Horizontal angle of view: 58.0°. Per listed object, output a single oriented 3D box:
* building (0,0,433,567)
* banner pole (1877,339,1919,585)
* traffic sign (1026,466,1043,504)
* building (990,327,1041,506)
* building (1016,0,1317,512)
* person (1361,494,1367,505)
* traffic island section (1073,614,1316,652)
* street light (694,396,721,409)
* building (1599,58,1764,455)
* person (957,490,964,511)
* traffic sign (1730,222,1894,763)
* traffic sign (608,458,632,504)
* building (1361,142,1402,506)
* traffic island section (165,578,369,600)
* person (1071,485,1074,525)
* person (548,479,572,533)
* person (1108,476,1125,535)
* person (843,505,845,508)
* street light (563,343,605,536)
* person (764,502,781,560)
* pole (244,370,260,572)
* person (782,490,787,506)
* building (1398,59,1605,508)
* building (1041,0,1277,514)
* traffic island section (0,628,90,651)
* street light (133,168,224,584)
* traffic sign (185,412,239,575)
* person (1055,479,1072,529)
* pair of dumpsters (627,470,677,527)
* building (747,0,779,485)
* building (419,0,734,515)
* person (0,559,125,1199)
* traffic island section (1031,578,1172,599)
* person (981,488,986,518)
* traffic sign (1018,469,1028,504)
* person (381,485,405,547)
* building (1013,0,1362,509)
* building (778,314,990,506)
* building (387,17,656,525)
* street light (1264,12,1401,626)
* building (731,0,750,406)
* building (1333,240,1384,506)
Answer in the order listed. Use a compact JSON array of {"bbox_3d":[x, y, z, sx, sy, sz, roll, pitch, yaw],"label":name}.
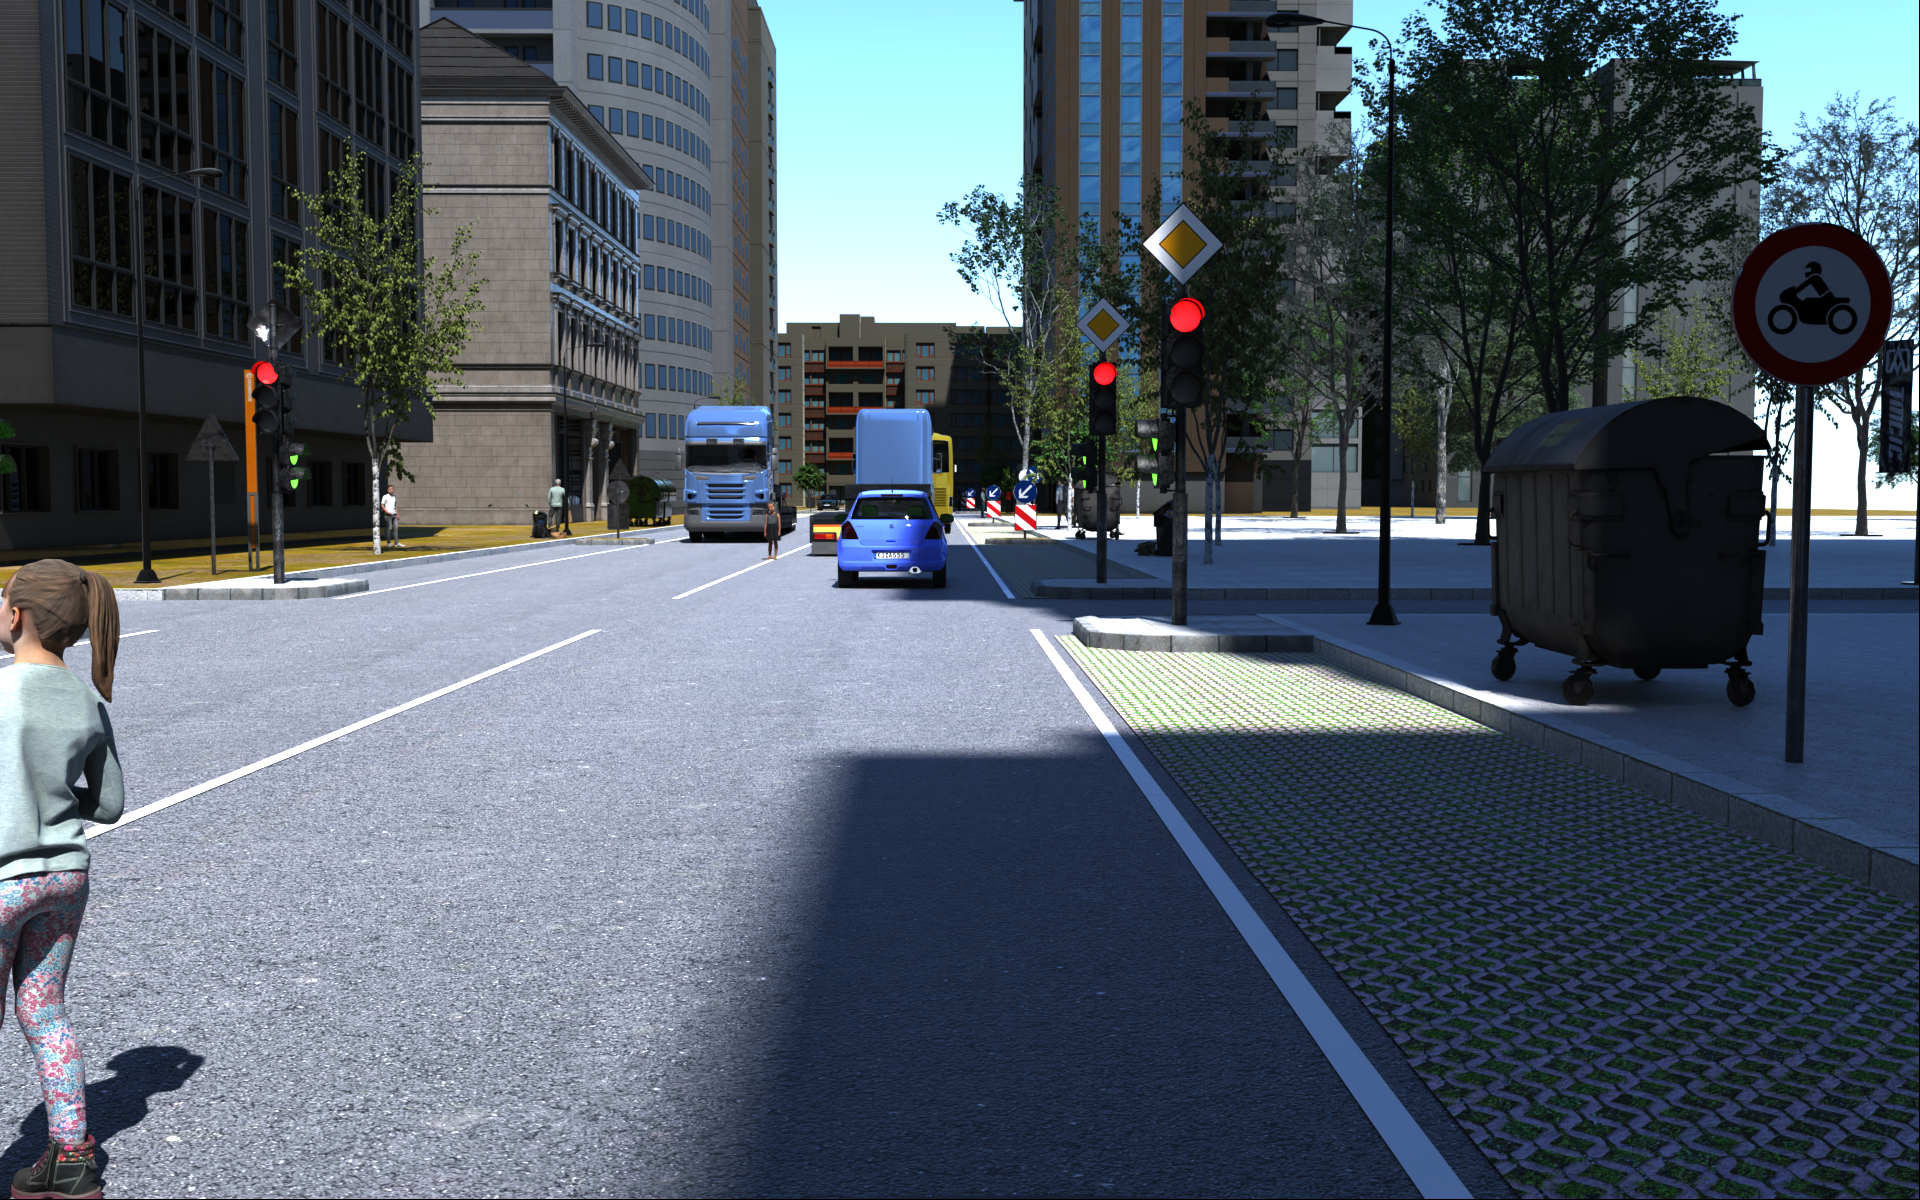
[{"bbox_3d":[-22.376,-15.014,38.983,14.314,27.812,24.014,0,4,-1],"label":"building"},{"bbox_3d":[13.481,-2.120,24.686,0.401,3.779,0.863,-2,4,-29],"label":"banner pole"},{"bbox_3d":[3.384,-4.819,78.898,0.768,2.556,0.104,0,4,1],"label":"traffic sign"},{"bbox_3d":[17.433,-21.776,201.083,28.899,21.520,27.650,0,4,-1],"label":"building"},{"bbox_3d":[15.129,-42.534,133.681,20.563,71.187,20.611,0,4,-1],"label":"building"},{"bbox_3d":[42.397,-10.449,182.592,1.065,1.426,0.557,0,4,6],"label":"person"},{"bbox_3d":[2.175,0.323,17.004,2.009,0.180,2.903,0,4,-1],"label":"traffic island section"},{"bbox_3d":[-12.044,-6.711,82.274,1.470,5.913,1.316,0,4,-1],"label":"street light"},{"bbox_3d":[66.578,-29.525,166.320,14.086,41.232,14.154,0,4,-1],"label":"building"},{"bbox_3d":[0.019,-8.233,143.828,0.721,1.735,1.217,1,4,23],"label":"person"},{"bbox_3d":[3.997,-0.496,8.221,0.768,2.556,0.104,0,4,0],"label":"traffic sign"},{"bbox_3d":[-12.306,-3.833,62.667,0.884,2.594,0.081,0,4,5],"label":"traffic sign"},{"bbox_3d":[53.272,-31.236,194.295,14.086,41.232,14.154,0,4,-1],"label":"building"},{"bbox_3d":[-9.776,-0.156,24.830,2.009,0.180,2.903,0,4,-1],"label":"traffic island section"},{"bbox_3d":[4.370,-3.843,69.447,0.524,1.755,0.480,-1,4,-9],"label":"person"},{"bbox_3d":[-13.071,-3.059,56.549,0.782,1.767,0.515,-1,4,-11],"label":"person"},{"bbox_3d":[4.719,-2.925,53.969,0.850,1.850,0.679,1,4,10],"label":"person"},{"bbox_3d":[-4.743,-3.937,73.536,0.598,1.740,0.731,2,4,27],"label":"person"},{"bbox_3d":[-11.623,-4.946,53.402,1.470,5.913,1.316,0,4,-1],"label":"street light"},{"bbox_3d":[-4.073,-1.497,37.643,0.362,1.253,0.373,1,4,15],"label":"person"},{"bbox_3d":[-11.677,-2.124,28.564,0.158,3.312,0.155,0,3,0],"label":"pole"},{"bbox_3d":[-17.791,-10.262,174.751,0.530,1.710,0.541,-3,5,-40],"label":"person"},{"bbox_3d":[51.660,-29.544,166.641,14.086,41.232,14.154,0,4,-1],"label":"building"},{"bbox_3d":[12.875,-28.560,117.064,14.600,45.320,14.200,0,4,-1],"label":"building"},{"bbox_3d":[-9.665,0.332,16.845,2.009,0.180,2.903,0,4,-1],"label":"traffic island section"},{"bbox_3d":[-11.192,-3.198,24.832,1.470,5.913,1.316,0,4,-1],"label":"street light"},{"bbox_3d":[-11.828,-1.675,27.385,0.884,2.594,0.081,0,4,6],"label":"traffic sign"},{"bbox_3d":[3.763,-3.467,62.821,0.679,1.850,0.850,-2,4,-34],"label":"person"},{"bbox_3d":[-12.466,-4.105,69.618,1.574,2.255,4.437,0,4,-1],"label":"pair of dumpsters"},{"bbox_3d":[-28.461,-32.867,161.085,21.600,48.544,21.300,0,4,-1],"label":"building"},{"bbox_3d":[-27.116,-34.955,113.516,21.231,58.520,28.212,0,4,-1],"label":"building"},{"bbox_3d":[-1.901,0.570,3.458,0.394,1.301,0.425,1,4,12],"label":"person"},{"bbox_3d":[2.065,-0.166,24.988,2.009,0.180,2.903,0,4,-1],"label":"traffic island section"},{"bbox_3d":[1.405,-5.807,103.521,0.705,1.814,1.350,0,4,3],"label":"person"},{"bbox_3d":[3.331,-5.351,87.592,0.768,2.556,0.104,0,4,0],"label":"traffic sign"},{"bbox_3d":[-13.748,-2.036,41.919,0.523,1.515,0.503,0,4,-1],"label":"person"},{"bbox_3d":[19.802,-34.806,158.318,28.713,52.752,27.495,0,4,-1],"label":"building"},{"bbox_3d":[-11.636,-21.716,200.099,28.899,21.520,27.650,0,4,-1],"label":"building"},{"bbox_3d":[-21.078,-13.502,71.668,10.553,20.767,40.483,0,4,-1],"label":"building"},{"bbox_3d":[3.637,-2.713,16.897,1.470,5.913,1.316,0,4,-1],"label":"street light"},{"bbox_3d":[-24.216,-29.706,135.806,14.600,45.320,14.200,0,4,-1],"label":"building"},{"bbox_3d":[39.030,-25.842,194.213,14.107,30.474,14.160,0,4,-1],"label":"building"}]
